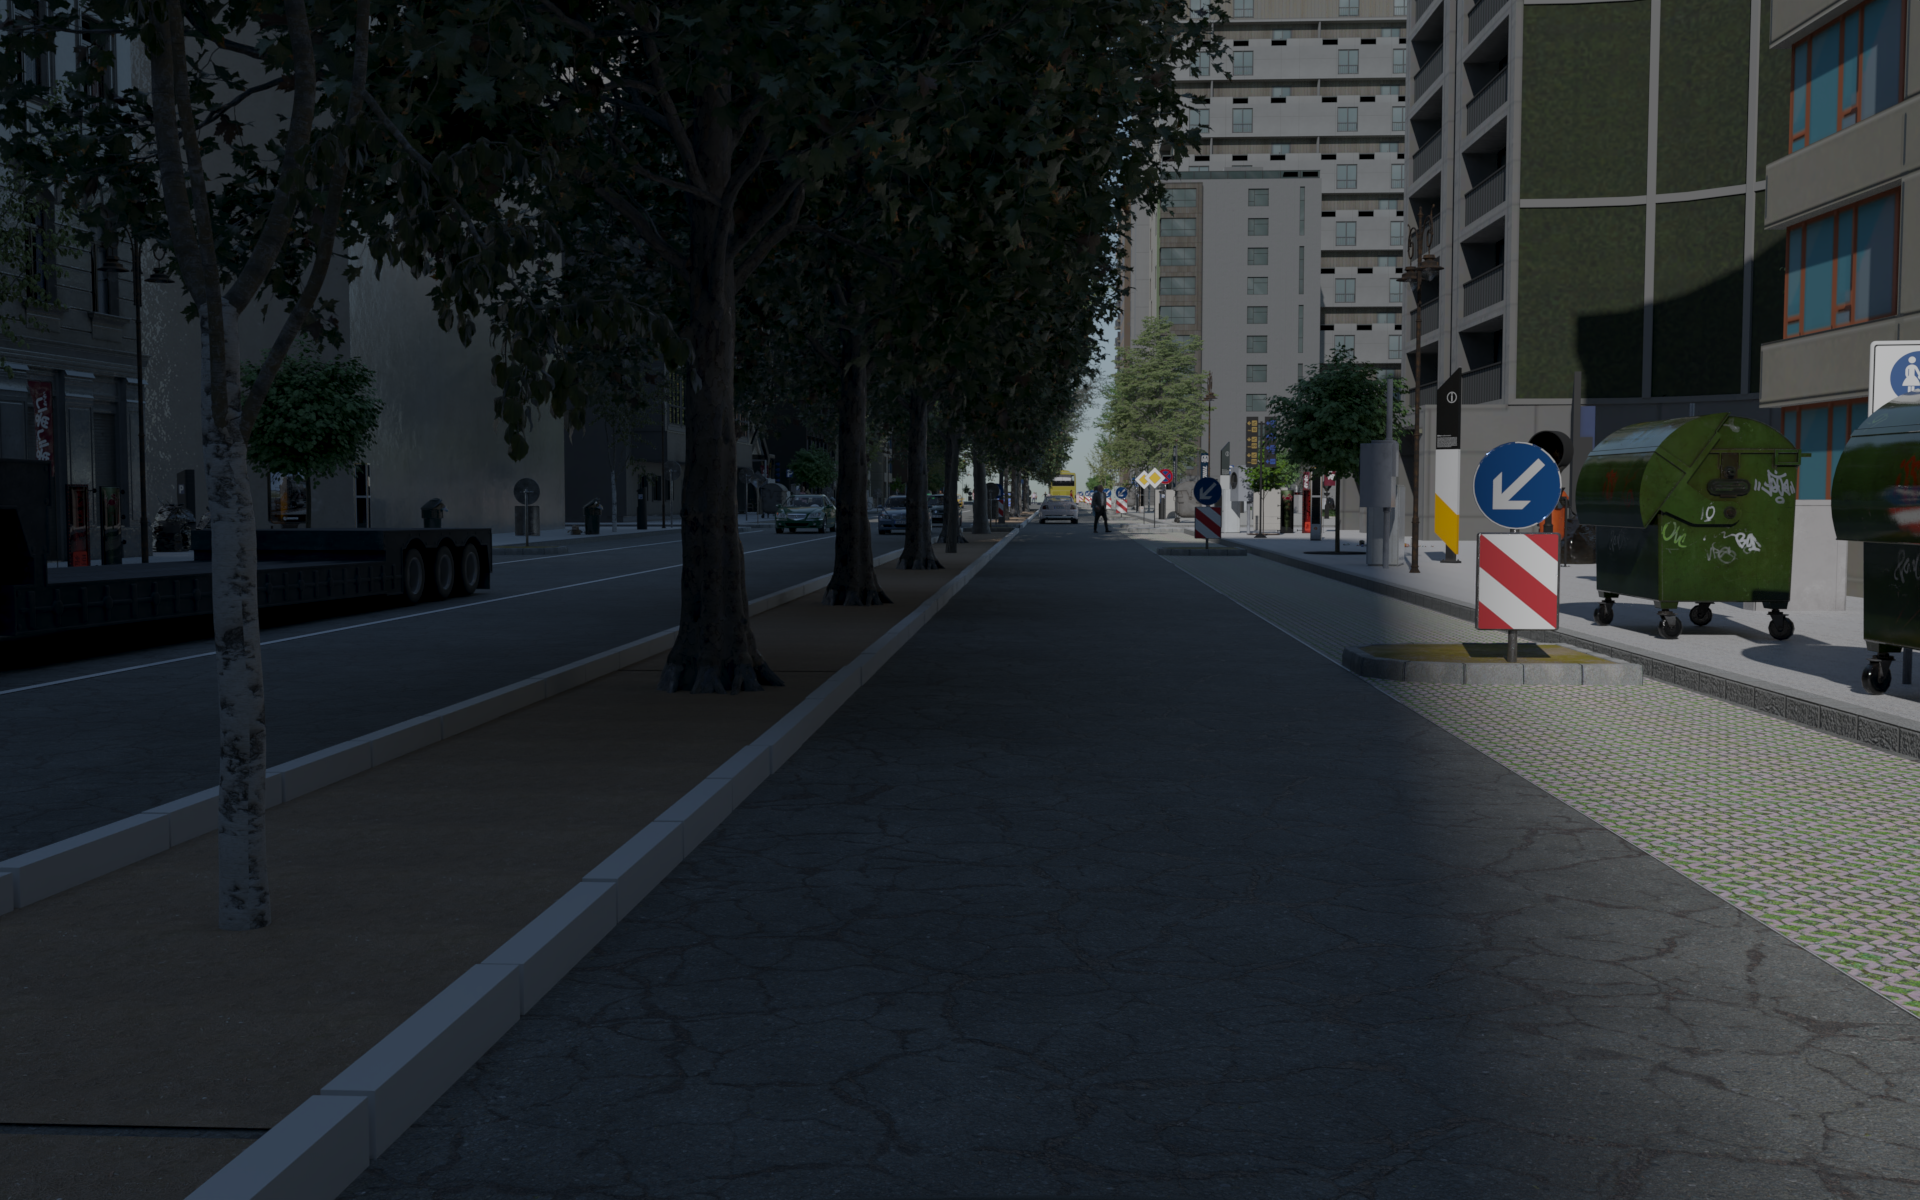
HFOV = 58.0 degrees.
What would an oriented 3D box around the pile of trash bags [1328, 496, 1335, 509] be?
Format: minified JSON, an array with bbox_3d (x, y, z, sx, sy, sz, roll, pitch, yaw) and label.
[{"bbox_3d":[29.533,-7.533,132.915,3.447,1.369,1.912,1,4,15],"label":"pile of trash bags"}]

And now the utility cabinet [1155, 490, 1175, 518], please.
[{"bbox_3d":[10.827,-5.044,91.141,1.173,1.500,0.318,1,4,11],"label":"utility cabinet"}]

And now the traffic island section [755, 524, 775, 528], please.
[{"bbox_3d":[-8.695,-3.184,74.342,2.009,0.180,2.903,0,4,3],"label":"traffic island section"}]

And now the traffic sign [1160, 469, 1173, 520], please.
[{"bbox_3d":[10.308,-5.312,86.949,0.768,2.556,0.104,1,4,10],"label":"traffic sign"}]

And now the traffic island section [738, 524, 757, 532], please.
[{"bbox_3d":[-9.145,-2.697,66.370,2.009,0.180,2.903,0,4,3],"label":"traffic island section"}]

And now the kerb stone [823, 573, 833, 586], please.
[{"bbox_3d":[-2.120,-0.287,26.913,0.120,0.150,1.000,0,4,3],"label":"kerb stone"}]

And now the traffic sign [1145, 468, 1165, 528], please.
[{"bbox_3d":[7.346,-3.775,65.360,0.795,2.450,0.064,0,4,3],"label":"traffic sign"}]

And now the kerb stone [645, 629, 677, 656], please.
[{"bbox_3d":[-2.750,0.400,15.648,0.120,0.150,1.000,0,4,3],"label":"kerb stone"}]

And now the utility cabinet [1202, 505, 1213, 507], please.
[{"bbox_3d":[11.713,-4.402,83.133,1.020,1.237,0.306,-3,5,-41],"label":"utility cabinet"}]

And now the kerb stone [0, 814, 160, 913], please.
[{"bbox_3d":[-3.260,0.963,6.451,0.120,0.150,1.000,0,4,3],"label":"kerb stone"}]

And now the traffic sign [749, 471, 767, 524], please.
[{"bbox_3d":[-8.671,-4.320,74.279,0.795,2.450,0.064,0,4,3],"label":"traffic sign"}]

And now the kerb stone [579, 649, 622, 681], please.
[{"bbox_3d":[-2.862,0.525,13.604,0.120,0.150,1.000,0,4,3],"label":"kerb stone"}]

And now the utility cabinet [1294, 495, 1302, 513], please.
[{"bbox_3d":[22.963,-6.537,118.034,0.306,1.237,1.020,-1,4,-17],"label":"utility cabinet"}]

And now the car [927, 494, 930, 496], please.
[{"bbox_3d":[-3.367,-9.600,165.748,1.959,1.807,4.718,0,4,4],"label":"car"}]

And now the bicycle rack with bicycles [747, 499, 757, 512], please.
[{"bbox_3d":[-14.694,-6.632,121.813,2.925,0.926,2.852,2,4,31],"label":"bicycle rack with bicycles"}]

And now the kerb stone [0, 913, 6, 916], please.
[{"bbox_3d":[-3.322,1.035,5.420,0.120,0.150,1.000,0,4,3],"label":"kerb stone"}]

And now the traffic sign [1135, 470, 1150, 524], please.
[{"bbox_3d":[7.796,-4.262,73.333,0.795,2.450,0.064,0,4,3],"label":"traffic sign"}]

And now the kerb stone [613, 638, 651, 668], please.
[{"bbox_3d":[-2.804,0.463,14.625,0.120,0.150,1.000,0,4,3],"label":"kerb stone"}]

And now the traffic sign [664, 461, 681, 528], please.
[{"bbox_3d":[-11.047,-4.048,66.283,0.768,2.556,0.104,1,4,9],"label":"traffic sign"}]

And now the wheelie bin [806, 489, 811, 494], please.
[{"bbox_3d":[-9.105,-5.750,101.927,0.693,1.594,0.980,1,4,19],"label":"wheelie bin"}]

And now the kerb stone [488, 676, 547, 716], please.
[{"bbox_3d":[-2.979,0.654,11.563,0.120,0.150,1.000,0,4,3],"label":"kerb stone"}]

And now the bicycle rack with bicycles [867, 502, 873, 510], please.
[{"bbox_3d":[-8.486,-7.556,136.923,2.925,0.926,2.852,0,4,5],"label":"bicycle rack with bicycles"}]

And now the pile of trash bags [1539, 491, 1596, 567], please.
[{"bbox_3d":[11.626,-1.333,31.554,3.447,1.369,1.912,-3,4,-38],"label":"pile of trash bags"}]

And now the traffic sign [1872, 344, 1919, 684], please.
[{"bbox_3d":[6.396,-0.581,11.629,0.606,2.300,0.079,1,4,10],"label":"traffic sign"}]

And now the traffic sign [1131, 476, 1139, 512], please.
[{"bbox_3d":[12.387,-7.420,121.416,0.768,2.556,0.104,1,4,9],"label":"traffic sign"}]

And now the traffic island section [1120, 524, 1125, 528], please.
[{"bbox_3d":[7.820,-3.127,73.409,2.009,0.180,2.903,0,4,3],"label":"traffic island section"}]

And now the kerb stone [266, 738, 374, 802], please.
[{"bbox_3d":[-3.148,0.838,8.499,0.120,0.150,1.000,0,4,3],"label":"kerb stone"}]

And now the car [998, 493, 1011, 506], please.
[{"bbox_3d":[4.738,-10.459,180.593,1.945,1.707,3.694,0,4,5],"label":"car"}]

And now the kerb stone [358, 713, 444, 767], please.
[{"bbox_3d":[-3.090,0.776,9.521,0.120,0.150,1.000,0,4,3],"label":"kerb stone"}]

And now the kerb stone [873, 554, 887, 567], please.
[{"bbox_3d":[-1.641,-0.790,35.106,0.120,0.150,1.000,0,4,3],"label":"kerb stone"}]

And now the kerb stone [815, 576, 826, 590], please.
[{"bbox_3d":[-2.171,-0.226,25.892,0.120,0.150,1.000,0,4,3],"label":"kerb stone"}]

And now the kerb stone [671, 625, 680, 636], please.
[{"bbox_3d":[-2.692,0.338,16.676,0.120,0.150,1.000,0,4,3],"label":"kerb stone"}]

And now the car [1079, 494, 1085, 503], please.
[{"bbox_3d":[19.052,-16.164,274.503,2.015,1.641,3.980,0,4,2],"label":"car"}]

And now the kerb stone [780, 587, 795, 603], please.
[{"bbox_3d":[-2.343,-0.039,22.828,0.120,0.150,1.000,0,4,3],"label":"kerb stone"}]

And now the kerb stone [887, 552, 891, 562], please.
[{"bbox_3d":[-1.592,-0.852,36.127,0.120,0.150,1.000,0,4,3],"label":"kerb stone"}]

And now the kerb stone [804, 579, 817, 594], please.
[{"bbox_3d":[-2.223,-0.164,24.870,0.120,0.150,1.000,0,4,3],"label":"kerb stone"}]

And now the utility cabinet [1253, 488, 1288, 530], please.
[{"bbox_3d":[10.937,-3.201,61.011,1.173,1.500,0.318,1,4,11],"label":"utility cabinet"}]

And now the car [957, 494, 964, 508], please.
[{"bbox_3d":[-0.530,-9.857,171.393,2.015,1.641,3.980,0,4,3],"label":"car"}]

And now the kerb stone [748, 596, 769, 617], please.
[{"bbox_3d":[-2.460,0.086,20.783,0.120,0.150,1.000,0,4,3],"label":"kerb stone"}]

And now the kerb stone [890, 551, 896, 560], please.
[{"bbox_3d":[-1.532,-0.915,37.152,0.120,0.150,1.000,0,4,3],"label":"kerb stone"}]

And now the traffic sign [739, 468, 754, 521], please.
[{"bbox_3d":[-10.275,-5.088,83.299,0.768,2.556,0.104,1,4,10],"label":"traffic sign"}]

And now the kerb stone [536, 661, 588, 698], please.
[{"bbox_3d":[-2.917,0.588,12.583,0.120,0.150,1.000,0,4,3],"label":"kerb stone"}]

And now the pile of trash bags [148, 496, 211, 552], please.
[{"bbox_3d":[-18.133,-1.759,38.517,1.912,1.369,3.447,2,4,34],"label":"pile of trash bags"}]

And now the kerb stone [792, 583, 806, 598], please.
[{"bbox_3d":[-2.287,-0.101,23.850,0.120,0.150,1.000,0,4,3],"label":"kerb stone"}]

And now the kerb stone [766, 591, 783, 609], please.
[{"bbox_3d":[-2.400,0.024,21.804,0.120,0.150,1.000,0,4,3],"label":"kerb stone"}]

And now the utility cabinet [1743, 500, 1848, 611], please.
[{"bbox_3d":[9.226,-0.487,19.127,1.020,1.237,0.306,0,4,-1],"label":"utility cabinet"}]

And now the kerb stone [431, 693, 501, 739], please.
[{"bbox_3d":[-3.028,0.714,10.542,0.120,0.150,1.000,0,4,3],"label":"kerb stone"}]

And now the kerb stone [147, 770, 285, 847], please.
[{"bbox_3d":[-3.211,0.900,7.479,0.120,0.150,1.000,0,4,3],"label":"kerb stone"}]

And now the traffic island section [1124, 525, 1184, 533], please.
[{"bbox_3d":[7.370,-2.639,65.436,2.009,0.180,2.903,0,4,3],"label":"traffic island section"}]
